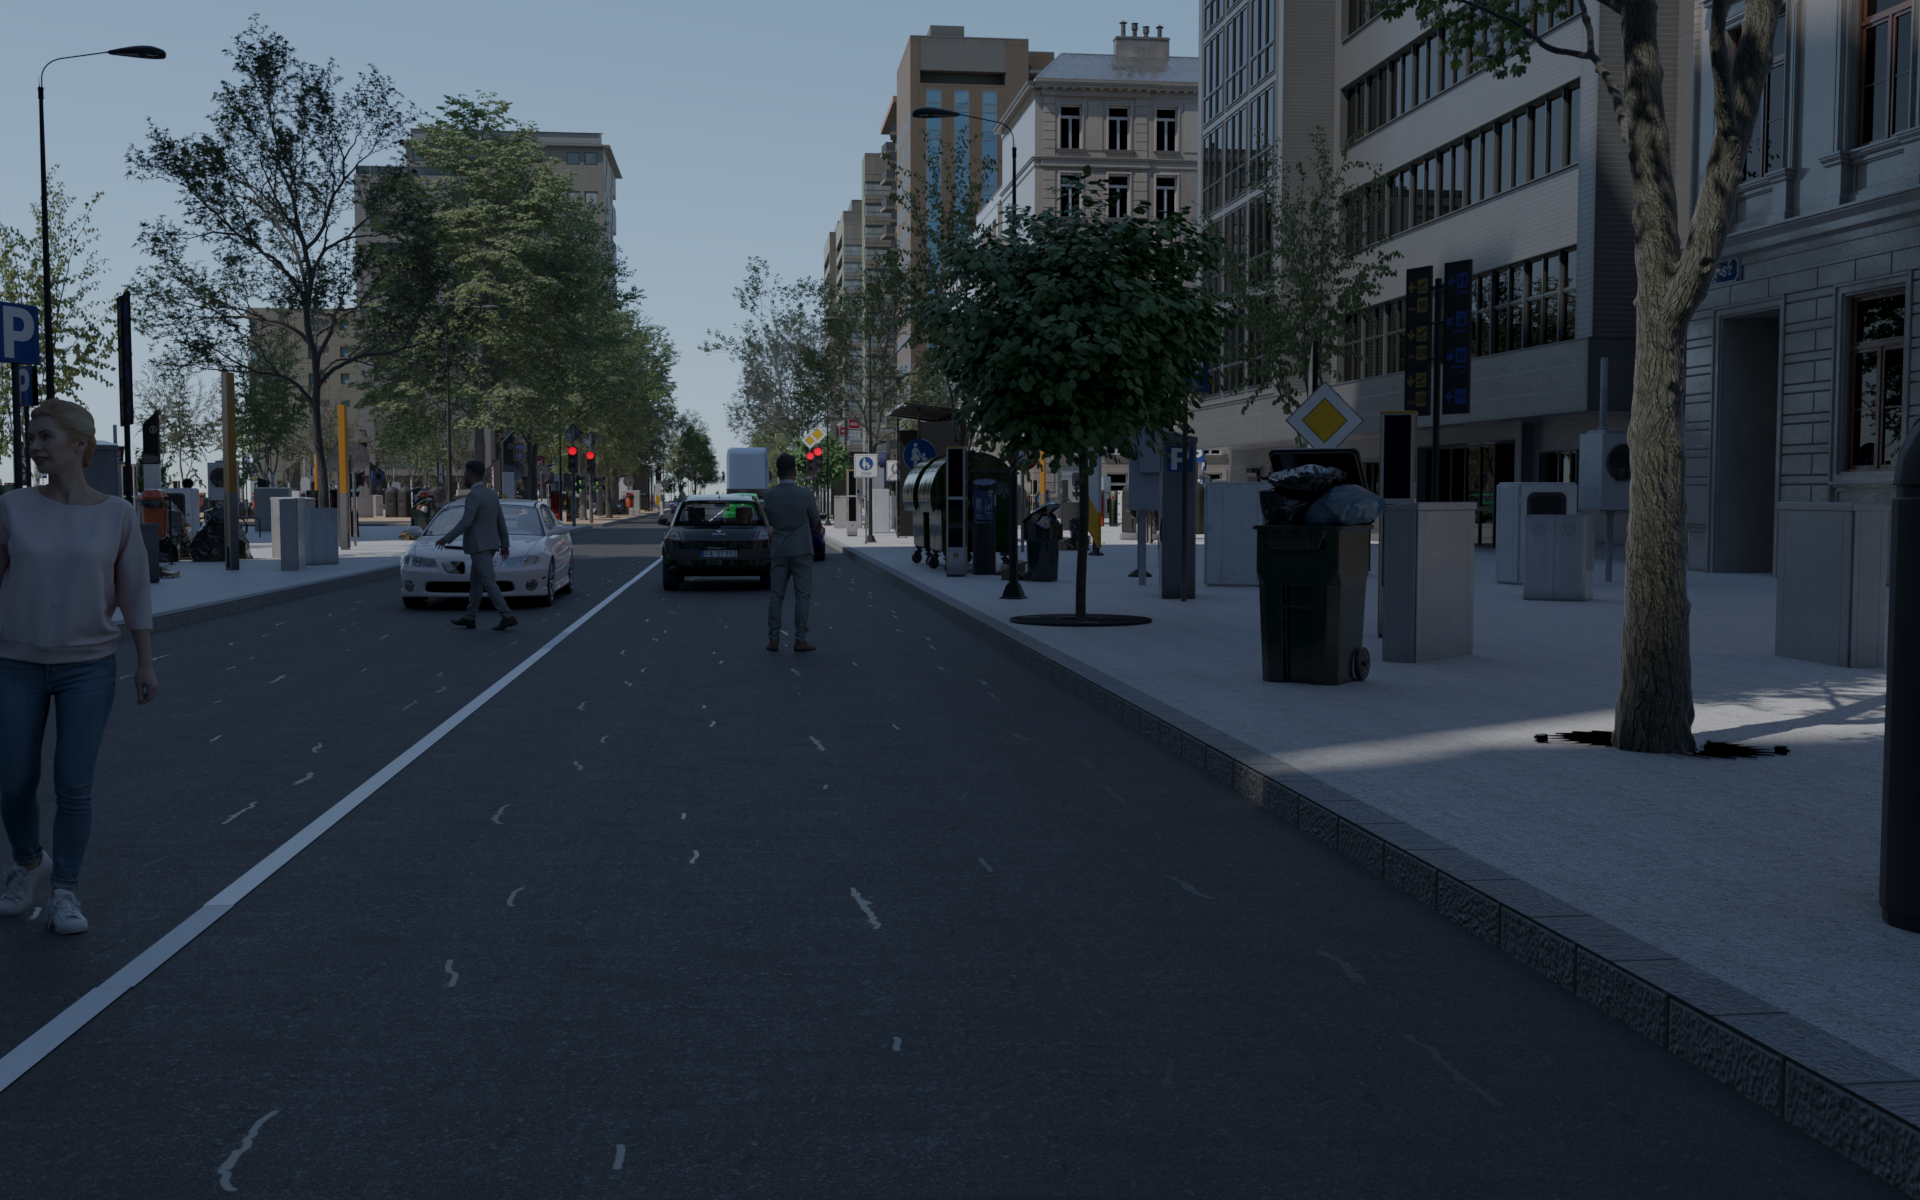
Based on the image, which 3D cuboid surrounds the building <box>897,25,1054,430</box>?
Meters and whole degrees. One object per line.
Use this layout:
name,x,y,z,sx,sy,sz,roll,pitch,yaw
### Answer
building,1.407,-31.670,167.922,14.600,45.320,14.200,0,4,-7

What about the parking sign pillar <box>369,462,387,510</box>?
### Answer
parking sign pillar,-48.084,-9.455,143.067,1.447,3.967,1.447,-3,5,-43

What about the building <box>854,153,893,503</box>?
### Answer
building,-4.985,-32.257,210.993,14.154,41.232,14.086,0,4,-7

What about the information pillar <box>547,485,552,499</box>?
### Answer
information pillar,-31.547,-7.866,133.093,0.304,2.012,0.304,-2,4,-35

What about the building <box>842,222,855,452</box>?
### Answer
building,-10.847,-35.390,262.218,14.154,41.232,14.086,0,4,-7

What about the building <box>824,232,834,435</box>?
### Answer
building,-12.514,-41.494,302.132,21.300,48.544,21.600,0,4,-7

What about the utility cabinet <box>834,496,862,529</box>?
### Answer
utility cabinet,-4.165,-3.266,64.559,1.020,1.237,0.306,0,4,3

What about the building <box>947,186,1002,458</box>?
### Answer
building,5.331,-15.701,111.469,10.420,20.320,16.860,0,4,-7

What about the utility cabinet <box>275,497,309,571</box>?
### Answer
utility cabinet,-11.333,-1.116,29.407,0.306,1.237,1.020,-1,4,-14

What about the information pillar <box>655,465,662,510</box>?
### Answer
information pillar,-23.945,-8.946,137.615,0.504,3.616,0.183,-1,4,-14

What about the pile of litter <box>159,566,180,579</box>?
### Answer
pile of litter,-12.733,-0.772,26.591,1.719,0.858,1.176,3,5,43

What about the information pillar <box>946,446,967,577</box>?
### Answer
information pillar,-0.052,-1.368,26.864,0.304,2.012,0.304,0,4,6

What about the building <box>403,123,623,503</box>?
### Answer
building,-64.716,-40.690,254.527,28.713,52.752,27.495,0,4,-7

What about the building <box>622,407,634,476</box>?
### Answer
building,-67.934,-26.837,283.818,27.650,21.520,28.899,0,4,-7

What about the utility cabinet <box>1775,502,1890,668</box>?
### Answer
utility cabinet,6.654,-0.127,13.243,0.306,1.237,1.020,0,4,-4

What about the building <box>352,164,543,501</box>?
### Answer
building,-45.607,-23.480,155.596,14.160,30.474,14.107,0,4,-7

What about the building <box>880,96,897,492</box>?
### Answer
building,2.760,-32.760,190.246,22.147,44.769,28.867,0,4,-7

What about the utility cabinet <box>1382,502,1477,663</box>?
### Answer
utility cabinet,3.668,-0.146,13.552,0.306,1.237,1.020,3,5,41

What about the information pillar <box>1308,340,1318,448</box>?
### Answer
information pillar,5.419,-2.158,26.645,0.183,3.616,0.504,0,4,4

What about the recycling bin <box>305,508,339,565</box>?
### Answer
recycling bin,-11.823,-1.159,31.512,0.722,1.027,0.722,1,4,19

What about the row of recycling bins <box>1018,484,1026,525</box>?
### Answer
row of recycling bins,0.945,-3.913,71.090,3.534,1.692,1.069,0,4,-4

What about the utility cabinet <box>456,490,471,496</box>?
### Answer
utility cabinet,-25.188,-4.901,88.810,1.173,1.500,0.318,-2,4,-29

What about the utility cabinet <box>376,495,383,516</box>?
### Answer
utility cabinet,-33.734,-5.452,100.303,0.306,1.237,1.020,0,4,3

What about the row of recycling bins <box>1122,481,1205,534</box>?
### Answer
row of recycling bins,6.586,-3.011,56.341,1.069,1.692,3.534,-3,4,-38

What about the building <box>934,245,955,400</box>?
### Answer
building,5.208,-19.460,137.263,14.460,24.649,34.723,0,4,-7

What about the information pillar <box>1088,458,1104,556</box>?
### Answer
information pillar,2.806,-2.740,36.147,0.183,3.616,0.504,-2,4,-27

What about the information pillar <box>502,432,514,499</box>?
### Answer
information pillar,-16.814,-4.472,64.478,0.183,3.616,0.504,3,4,38

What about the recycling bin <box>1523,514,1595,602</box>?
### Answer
recycling bin,7.289,-0.521,21.073,0.722,1.027,0.722,2,4,28

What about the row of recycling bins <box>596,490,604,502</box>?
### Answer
row of recycling bins,-28.981,-8.513,146.293,3.534,1.692,1.069,0,4,-6

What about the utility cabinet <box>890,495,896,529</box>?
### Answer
utility cabinet,-2.693,-3.234,64.034,0.306,1.237,1.020,-3,4,-37

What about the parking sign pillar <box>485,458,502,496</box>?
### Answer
parking sign pillar,-35.622,-8.911,134.161,1.447,3.967,1.447,3,4,36

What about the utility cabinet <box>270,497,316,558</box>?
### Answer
utility cabinet,-13.469,-1.460,35.034,0.306,1.237,1.020,1,4,18

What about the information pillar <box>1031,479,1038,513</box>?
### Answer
information pillar,3.710,-5.016,86.502,0.304,2.012,0.304,-1,4,-16

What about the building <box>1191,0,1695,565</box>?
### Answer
building,16.672,-13.862,45.718,14.314,24.678,30.058,0,4,-7

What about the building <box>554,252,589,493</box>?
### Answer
building,-50.217,-26.099,198.412,14.160,30.474,14.107,0,4,-7

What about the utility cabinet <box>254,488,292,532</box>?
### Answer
utility cabinet,-23.206,-3.048,58.513,1.173,1.500,0.318,0,4,-1

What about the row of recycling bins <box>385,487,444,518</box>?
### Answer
row of recycling bins,-29.903,-5.368,94.880,3.534,1.692,1.069,1,4,15

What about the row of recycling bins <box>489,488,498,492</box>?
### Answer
row of recycling bins,-31.400,-6.644,115.744,1.069,1.692,3.534,-1,4,-13

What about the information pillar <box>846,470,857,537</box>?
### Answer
information pillar,-3.275,-2.933,52.441,0.304,2.012,0.304,-1,4,-10

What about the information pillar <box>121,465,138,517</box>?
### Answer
information pillar,-20.823,-2.382,43.444,0.304,2.012,0.304,-1,4,-15

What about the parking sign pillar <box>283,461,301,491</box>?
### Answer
parking sign pillar,-52.704,-9.067,136.725,1.447,3.967,1.447,-1,4,-14

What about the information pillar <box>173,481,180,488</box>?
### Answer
information pillar,-42.741,-5.507,94.525,0.304,2.012,0.304,0,4,-2

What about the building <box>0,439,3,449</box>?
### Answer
building,-42.959,-23.611,40.657,28.867,44.769,22.147,0,4,-7

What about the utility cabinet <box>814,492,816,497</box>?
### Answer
utility cabinet,-10.956,-7.882,137.545,1.173,1.500,0.318,1,4,11

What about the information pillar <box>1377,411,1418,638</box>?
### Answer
information pillar,3.904,-0.671,15.457,0.304,2.012,0.304,1,4,19

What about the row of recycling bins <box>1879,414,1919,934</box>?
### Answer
row of recycling bins,3.646,0.200,3.846,1.069,1.692,3.534,-1,4,-21

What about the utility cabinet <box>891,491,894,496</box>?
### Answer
utility cabinet,-5.716,-7.905,137.930,0.318,1.500,1.173,2,4,34

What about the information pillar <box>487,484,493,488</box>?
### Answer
information pillar,-33.254,-7.225,122.624,0.304,2.012,0.304,1,4,22

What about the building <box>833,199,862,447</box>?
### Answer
building,-8.785,-40.177,280.593,21.300,48.544,21.600,0,4,-7

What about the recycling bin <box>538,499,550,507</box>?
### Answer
recycling bin,-21.711,-4.810,91.204,0.722,1.027,0.722,2,4,35

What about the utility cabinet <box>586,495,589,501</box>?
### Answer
utility cabinet,-31.546,-8.288,146.665,0.306,1.237,1.020,-1,4,-18

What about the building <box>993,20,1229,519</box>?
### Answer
building,15.146,-18.321,96.817,25.104,27.353,12.463,0,4,-7

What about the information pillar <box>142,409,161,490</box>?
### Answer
information pillar,-22.399,-3.468,48.061,0.504,3.616,0.183,0,4,7

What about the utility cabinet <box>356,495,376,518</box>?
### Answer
utility cabinet,-32.397,-5.071,94.074,0.306,1.237,1.020,3,4,38

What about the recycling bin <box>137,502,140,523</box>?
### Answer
recycling bin,-26.954,-2.665,56.134,0.722,1.027,0.722,3,4,36

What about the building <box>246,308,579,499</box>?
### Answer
building,-54.046,-20.278,176.581,27.650,21.520,28.899,0,4,-7

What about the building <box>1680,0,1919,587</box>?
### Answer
building,18.295,-11.199,19.265,11.583,22.565,21.152,0,4,-7

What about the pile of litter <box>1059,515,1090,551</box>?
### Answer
pile of litter,2.477,-1.583,39.847,1.176,0.858,1.719,1,4,19
